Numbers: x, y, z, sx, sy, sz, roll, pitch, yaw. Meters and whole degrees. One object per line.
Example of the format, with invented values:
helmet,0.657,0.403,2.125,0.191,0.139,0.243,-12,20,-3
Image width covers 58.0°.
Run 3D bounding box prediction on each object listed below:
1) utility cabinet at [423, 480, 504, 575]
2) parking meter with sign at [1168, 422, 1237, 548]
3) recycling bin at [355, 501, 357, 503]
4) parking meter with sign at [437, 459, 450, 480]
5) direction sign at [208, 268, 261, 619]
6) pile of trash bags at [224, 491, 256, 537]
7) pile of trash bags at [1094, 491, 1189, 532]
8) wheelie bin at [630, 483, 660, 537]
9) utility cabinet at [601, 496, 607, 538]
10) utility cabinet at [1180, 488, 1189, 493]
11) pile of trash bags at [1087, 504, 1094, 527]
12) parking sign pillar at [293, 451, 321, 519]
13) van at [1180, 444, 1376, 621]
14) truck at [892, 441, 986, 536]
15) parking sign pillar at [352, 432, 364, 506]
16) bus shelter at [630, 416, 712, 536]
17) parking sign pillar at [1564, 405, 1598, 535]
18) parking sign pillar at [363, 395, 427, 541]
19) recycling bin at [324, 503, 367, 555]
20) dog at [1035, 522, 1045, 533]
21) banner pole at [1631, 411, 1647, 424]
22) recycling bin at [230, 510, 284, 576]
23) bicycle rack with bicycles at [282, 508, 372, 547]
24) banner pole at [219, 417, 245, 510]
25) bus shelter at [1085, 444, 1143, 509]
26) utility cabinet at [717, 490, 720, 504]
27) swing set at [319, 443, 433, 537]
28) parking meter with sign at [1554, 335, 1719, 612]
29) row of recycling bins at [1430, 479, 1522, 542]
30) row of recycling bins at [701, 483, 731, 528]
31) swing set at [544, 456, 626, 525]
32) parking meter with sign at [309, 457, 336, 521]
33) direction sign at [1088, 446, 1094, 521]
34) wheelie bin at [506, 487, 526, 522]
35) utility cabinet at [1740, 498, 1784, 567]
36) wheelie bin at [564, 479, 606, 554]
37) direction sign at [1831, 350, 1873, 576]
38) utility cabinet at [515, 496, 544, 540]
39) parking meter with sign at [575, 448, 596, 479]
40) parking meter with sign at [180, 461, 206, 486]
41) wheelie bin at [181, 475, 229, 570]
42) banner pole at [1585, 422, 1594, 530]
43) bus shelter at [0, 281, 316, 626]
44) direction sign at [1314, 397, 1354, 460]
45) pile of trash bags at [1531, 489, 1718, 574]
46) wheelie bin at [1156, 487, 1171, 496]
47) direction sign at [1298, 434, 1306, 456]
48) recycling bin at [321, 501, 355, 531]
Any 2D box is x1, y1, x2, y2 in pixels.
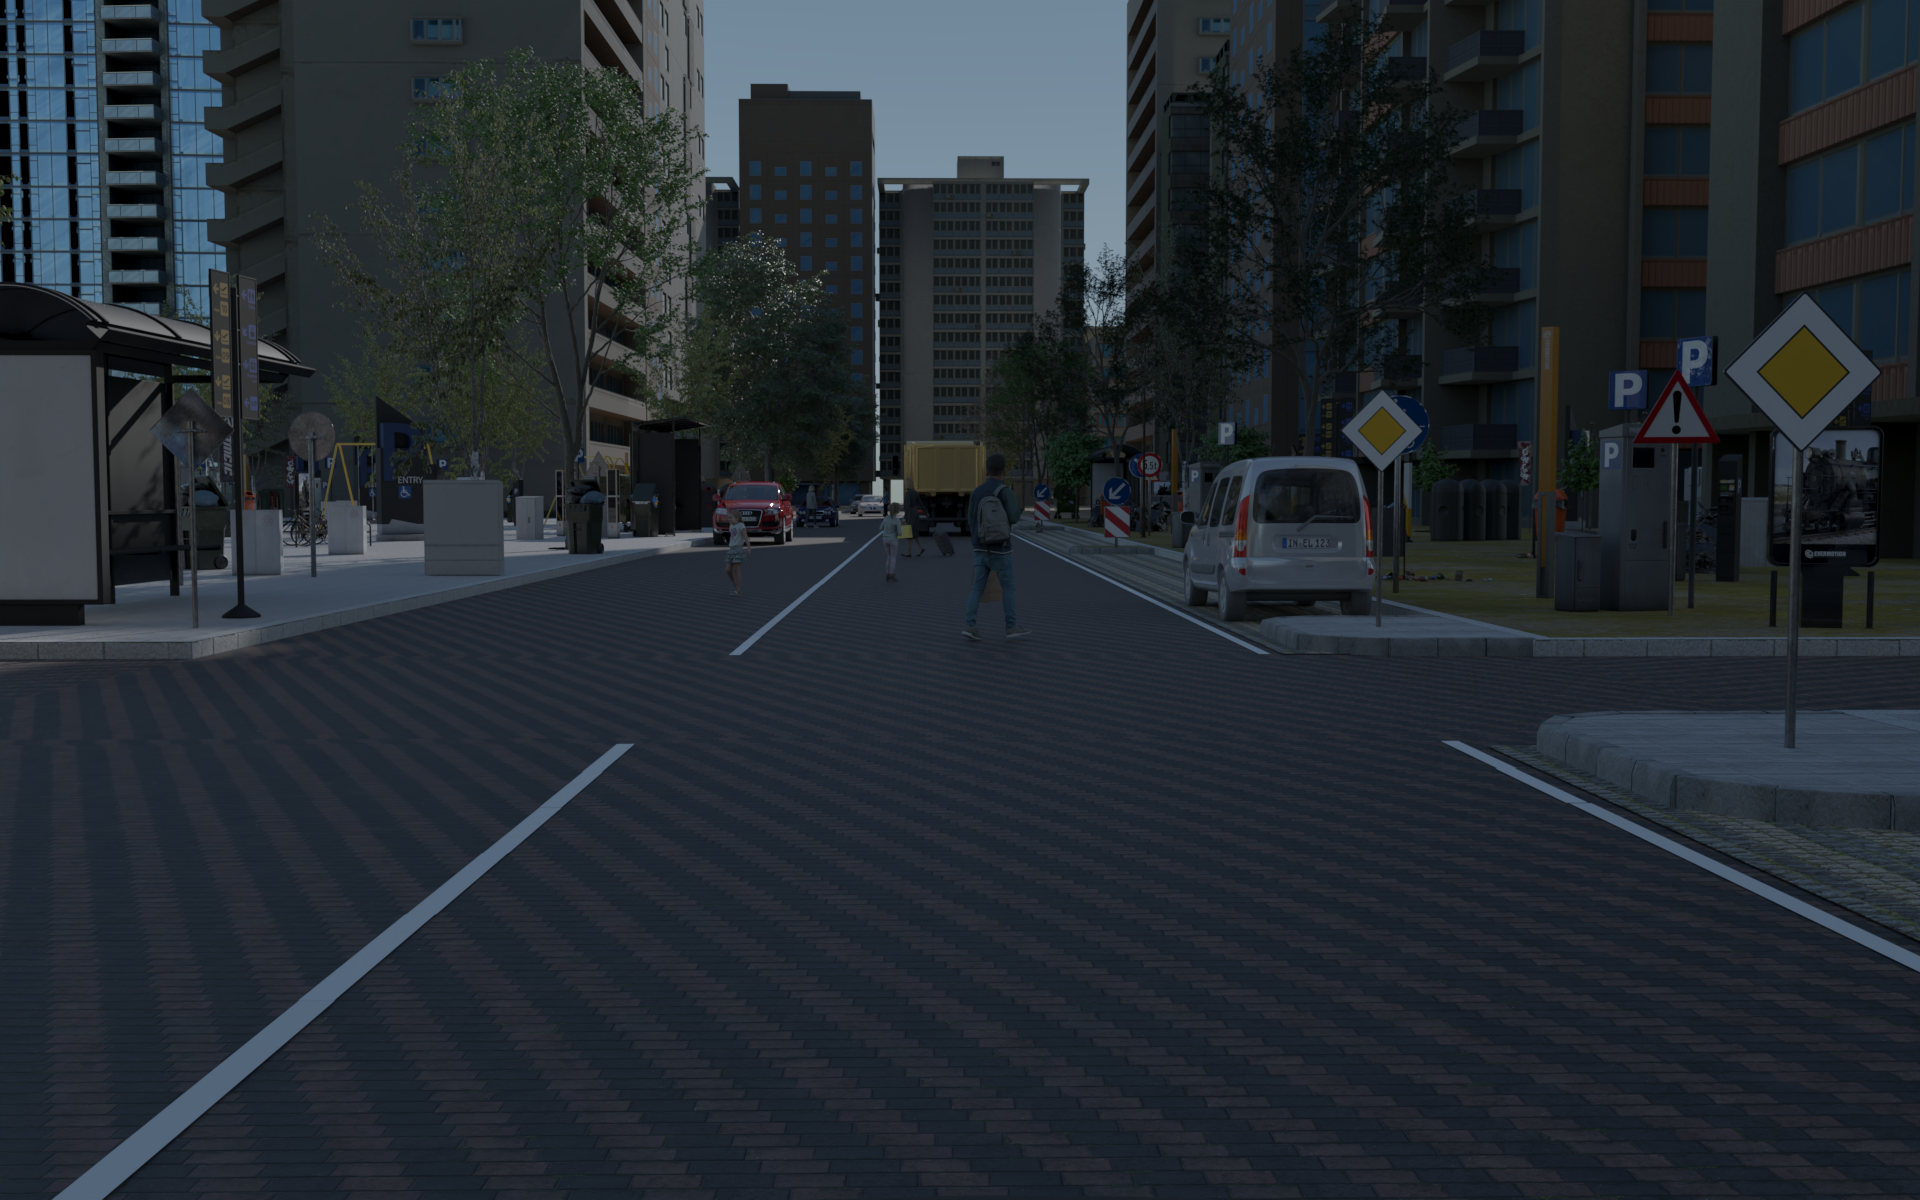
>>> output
utility cabinet,-7.801,-1.136,27.250,1.173,1.500,0.318,0,4,0
parking meter with sign,5.843,-2.771,41.568,1.738,3.016,0.543,-3,4,-38
recycling bin,-23.625,-3.313,66.729,0.722,1.027,0.722,-1,4,-23
parking meter with sign,-25.279,-5.502,86.218,1.738,3.016,0.543,3,5,40
direction sign,-7.468,-1.584,17.895,0.379,3.537,0.876,0,4,6
pile of trash bags,-22.245,-2.559,51.594,1.912,1.369,3.447,1,4,16
pile of trash bags,6.573,-3.026,59.225,1.912,1.369,3.447,-3,5,-39
wheelie bin,-9.386,-2.679,51.708,0.980,1.594,0.693,1,4,18
utility cabinet,-10.603,-2.441,51.076,0.306,1.237,1.020,1,4,21
utility cabinet,8.536,-3.292,62.507,1.173,1.500,0.318,2,4,29
pile of trash bags,5.807,-3.496,66.907,1.912,1.369,3.447,1,4,11
parking sign pillar,-33.773,-6.186,89.614,1.447,3.967,1.447,-3,5,-43
van,3.728,-0.841,20.764,2.013,2.044,4.112,0,4,-1
truck,-0.664,-4.056,62.243,3.469,3.379,9.791,0,4,-3
parking sign pillar,-25.736,-5.321,75.465,1.447,3.967,1.447,3,5,39
bus shelter,-9.196,-3.927,55.484,1.731,3.624,6.357,0,4,-1
parking sign pillar,18.849,-3.949,53.034,1.447,3.967,1.447,2,4,30
parking sign pillar,-15.346,-3.617,47.610,1.447,3.967,1.447,-3,4,-37
recycling bin,-13.084,-1.494,36.985,0.722,1.027,0.722,-1,4,-13
dog,2.970,-2.655,63.600,0.748,0.427,0.550,-3,5,-41
banner pole,20.650,-3.837,52.750,0.401,3.779,0.863,-1,4,-19
recycling bin,-11.190,-0.919,27.583,0.722,1.027,0.722,-1,4,-18
bicycle rack with bicycles,-15.962,-1.808,42.946,2.925,0.926,2.852,-2,4,-33
banner pole,-19.041,-3.388,45.419,0.863,3.779,0.401,0,4,6
bus shelter,6.487,-4.803,72.452,2.014,3.302,5.546,0,4,-1
utility cabinet,-12.460,-5.033,90.976,0.318,1.500,1.173,0,4,4
swing set,-17.798,-3.393,53.092,3.119,2.851,2.862,0,4,6
parking meter with sign,7.417,-1.395,19.075,1.738,3.016,0.543,-1,4,-19
row of recycling bins,14.374,-2.499,47.978,3.534,1.692,1.069,-3,4,-38
row of recycling bins,-10.122,-3.622,66.331,3.534,1.692,1.069,-2,4,-24
swing set,-15.301,-4.520,71.516,2.862,2.851,3.119,-3,5,-41
parking meter with sign,-30.233,-5.244,81.996,1.738,3.016,0.543,3,4,38
direction sign,6.146,-5.448,81.064,0.876,3.537,0.379,3,5,44
wheelie bin,-20.050,-4.305,78.298,0.693,1.594,0.980,1,4,21
utility cabinet,14.147,-1.194,30.681,1.020,1.237,0.306,1,4,20
wheelie bin,-8.017,-1.782,37.050,0.980,1.594,0.693,1,4,18
direction sign,13.951,-2.150,27.155,0.876,3.537,0.379,-2,4,-26
utility cabinet,-12.195,-2.318,49.061,1.020,1.237,0.306,3,5,44
parking meter with sign,-13.859,-4.226,65.362,1.738,3.016,0.543,3,4,38
parking meter with sign,-18.330,-2.709,40.555,1.738,3.016,0.543,0,4,0
wheelie bin,-12.884,-1.316,29.432,0.980,1.594,0.693,3,4,36
banner pole,21.711,-4.276,59.922,0.863,3.779,0.401,-3,5,-41
bus shelter,-9.145,-1.552,19.305,2.014,3.302,5.546,0,4,-1
direction sign,8.873,-2.988,40.854,0.876,3.537,0.379,3,5,44
pile of trash bags,11.405,-1.200,29.374,3.447,1.369,1.912,3,4,38
wheelie bin,8.798,-4.072,74.485,0.693,1.594,0.980,2,4,28
direction sign,13.097,-4.464,64.989,0.876,3.537,0.379,2,4,35
recycling bin,-20.997,-2.797,58.288,0.722,1.027,0.722,3,4,38
